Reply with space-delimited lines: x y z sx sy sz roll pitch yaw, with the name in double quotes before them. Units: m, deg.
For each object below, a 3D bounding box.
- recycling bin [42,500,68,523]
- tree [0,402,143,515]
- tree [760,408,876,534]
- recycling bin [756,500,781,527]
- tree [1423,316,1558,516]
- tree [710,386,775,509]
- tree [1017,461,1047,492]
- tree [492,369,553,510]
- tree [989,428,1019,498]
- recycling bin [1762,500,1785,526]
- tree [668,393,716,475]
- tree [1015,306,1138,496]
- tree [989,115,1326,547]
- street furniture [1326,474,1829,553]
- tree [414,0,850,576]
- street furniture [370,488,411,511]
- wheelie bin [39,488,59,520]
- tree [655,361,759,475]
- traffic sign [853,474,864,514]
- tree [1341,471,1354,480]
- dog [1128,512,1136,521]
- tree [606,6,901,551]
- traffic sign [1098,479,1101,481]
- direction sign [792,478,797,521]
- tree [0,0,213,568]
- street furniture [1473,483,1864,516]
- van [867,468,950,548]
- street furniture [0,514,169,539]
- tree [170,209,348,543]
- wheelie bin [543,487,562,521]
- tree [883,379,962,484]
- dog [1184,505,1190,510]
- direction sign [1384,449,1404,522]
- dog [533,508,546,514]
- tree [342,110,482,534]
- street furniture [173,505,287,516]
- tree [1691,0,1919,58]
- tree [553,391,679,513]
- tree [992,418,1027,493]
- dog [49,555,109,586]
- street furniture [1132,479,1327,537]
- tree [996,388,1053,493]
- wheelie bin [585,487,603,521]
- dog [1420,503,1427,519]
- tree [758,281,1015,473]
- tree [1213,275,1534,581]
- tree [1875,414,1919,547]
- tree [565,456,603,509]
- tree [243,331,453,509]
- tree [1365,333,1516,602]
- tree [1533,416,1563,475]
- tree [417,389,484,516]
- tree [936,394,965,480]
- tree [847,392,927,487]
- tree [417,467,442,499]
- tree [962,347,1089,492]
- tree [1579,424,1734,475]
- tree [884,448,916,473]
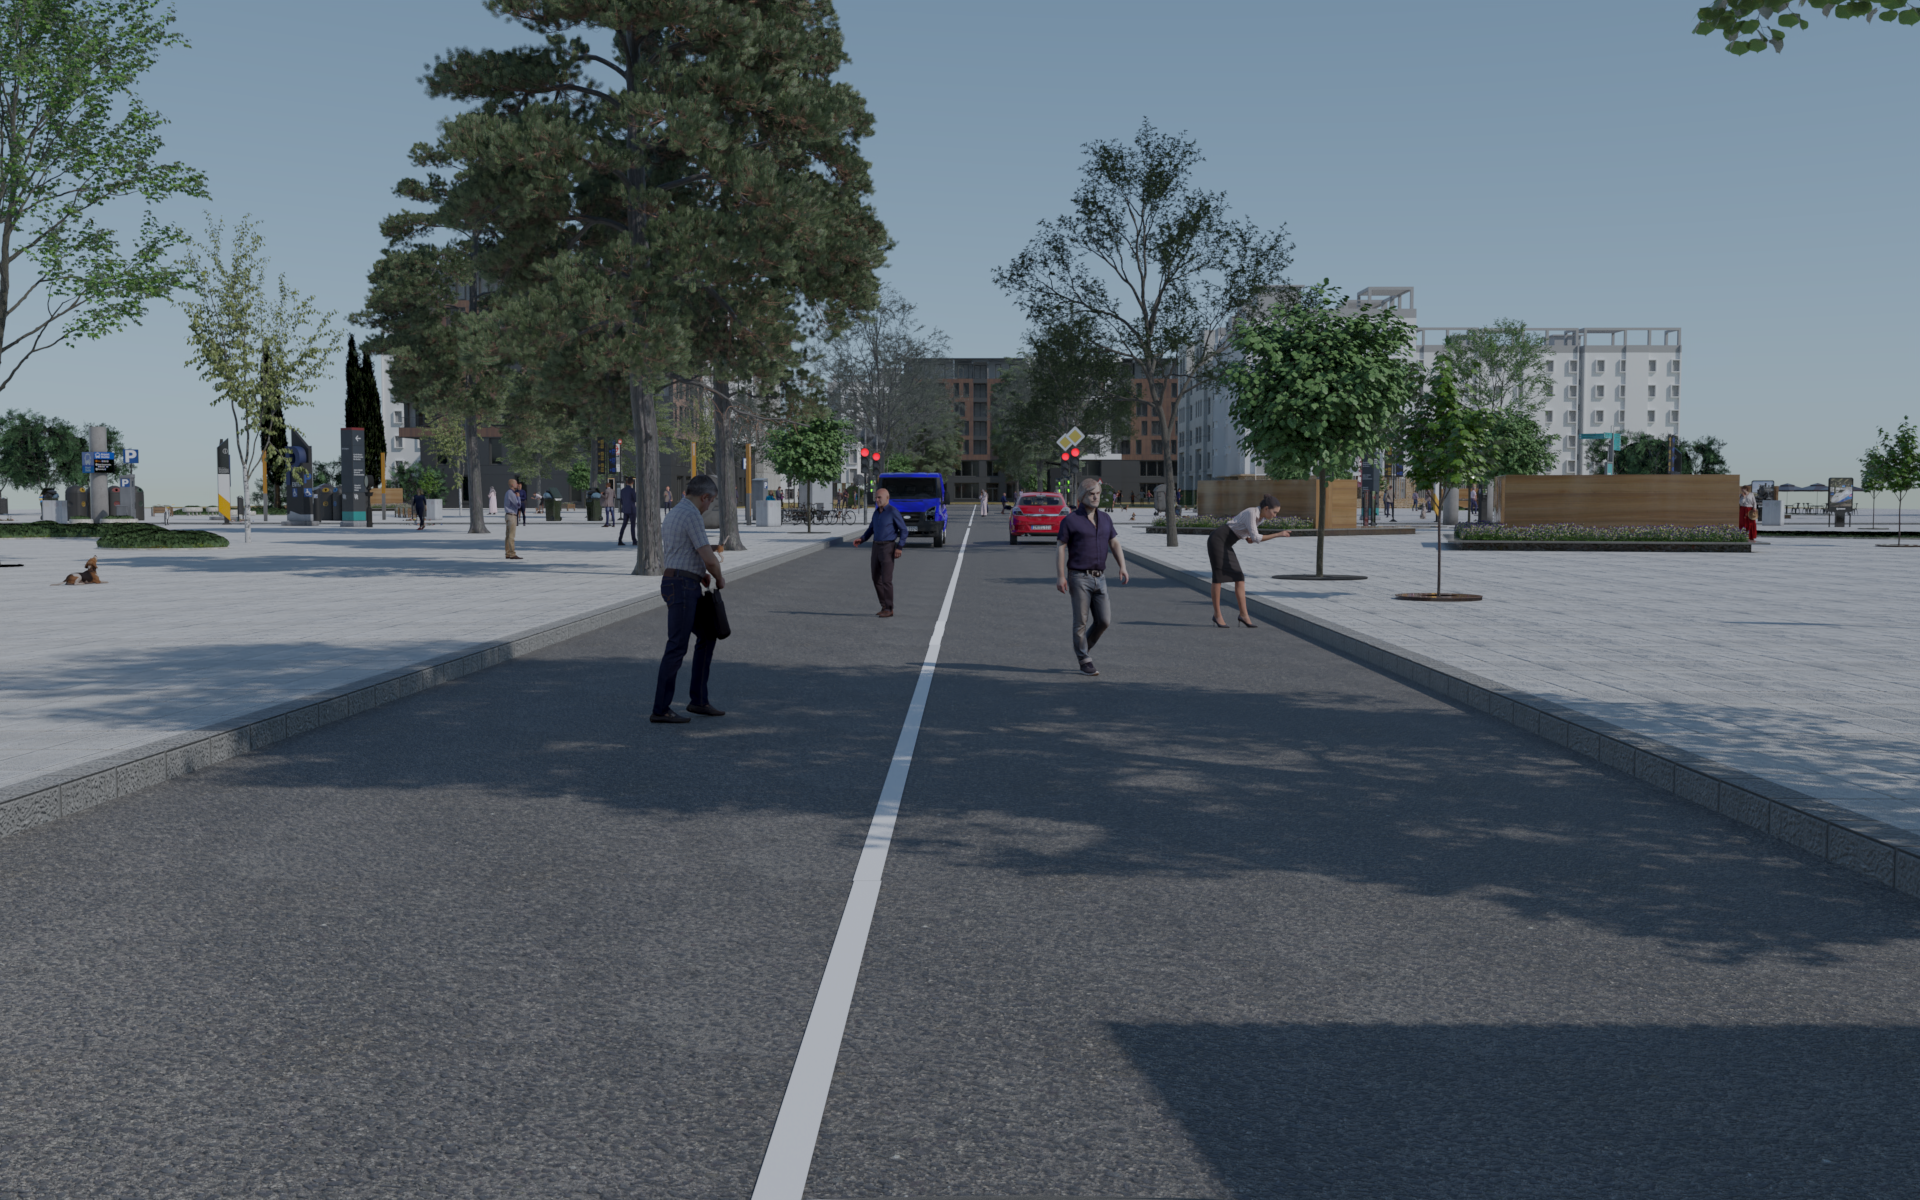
"recycling bin" -36.172 -3.466 69.218 0.722 1.027 0.722 -1 4 -10
"tree" -58.310 -8.752 106.008 11.467 7.101 20.602 -1 4 -10
"tree" -4.859 -4.460 56.630 4.285 4.588 4.351 0 3 0
"recycling bin" -7.511 -3.386 67.910 0.722 1.027 0.722 3 5 40
"tree" 30.748 -10.700 100.703 9.928 11.665 9.643 0 3 0
"tree" -18.354 -13.159 149.562 7.601 10.594 8.767 -1 4 -9
"tree" 7.073 -11.017 163.848 4.285 4.588 4.351 0 3 0
"tree" -33.426 -13.413 137.427 7.486 12.596 7.792 0 3 0
"tree" 7.228 -19.473 225.804 7.806 13.903 7.818 0 3 0
"recycling bin" 32.978 -3.527 70.225 0.722 1.027 0.722 2 4 34
"tree" -18.776 -10.696 125.245 4.737 8.622 4.395 0 3 0
"tree" 6.706 -12.268 110.958 12.009 13.543 11.850 0 3 0
"tree" 5.144 -6.591 42.176 8.767 10.594 7.601 -1 4 -8
"street furniture" 14.052 -2.115 41.428 9.812 1.723 11.010 1 4 14
"tree" -4.964 -6.418 26.998 6.751 12.117 7.091 0 3 0
"street furniture" -46.204 -7.582 130.812 11.010 1.723 9.812 2 4 32
"wheelie bin" -44.636 -4.713 84.958 0.693 1.594 0.980 2 4 25
"tree" -19.191 -13.780 135.669 12.009 13.543 11.850 0 3 0
"traffic sign" -6.441 -6.733 110.188 0.768 2.556 0.104 0 4 5
"tree" 29.669 -8.407 132.053 1.663 3.219 1.824 0 3 0
"dog" 8.305 -4.047 83.907 0.748 0.427 0.550 -2 4 -34
"tree" -5.387 -8.062 39.240 7.806 13.903 7.818 0 3 0
"traffic sign" 11.359 -8.593 140.497 0.884 2.594 0.081 1 4 9
"direction sign" -7.996 -5.596 83.484 0.379 3.537 0.876 2 4 32
"tree" -17.044 -6.366 29.837 9.928 11.665 9.643 0 3 0
"street furniture" 46.152 -6.760 115.554 14.083 1.986 27.439 -1 4 -10
"van" -1.363 -2.681 48.218 2.240 2.365 5.245 0 4 1
"street furniture" -28.513 -2.123 50.337 10.072 0.657 5.734 -2 4 -30
"tree" -18.560 -5.804 45.258 4.737 8.622 4.395 0 3 0
"wheelie bin" -19.187 -4.502 81.515 0.693 1.594 0.980 1 4 23
"tree" -4.100 -16.987 184.385 9.857 13.997 8.962 0 3 0
"dog" 17.742 -7.183 135.178 0.550 0.427 0.748 -2 4 -26
"direction sign" 19.944 -5.360 79.639 0.876 3.537 0.379 0 4 -1
"dog" -27.331 -5.798 112.536 0.748 0.427 0.550 1 4 14
"tree" -15.834 -9.098 56.176 7.806 13.903 7.818 0 3 0
"street furniture" -42.373 -5.468 105.032 10.072 0.657 5.734 -2 4 -24
"tree" 5.467 -5.391 6.273 7.486 12.596 7.792 0 3 0
"tree" -23.116 -12.232 118.120 7.486 12.596 7.792 0 3 0
"tree" 6.942 -15.772 183.624 9.928 11.665 9.643 0 3 0
"dog" -12.511 -0.419 24.583 0.748 0.427 0.550 -2 4 -24
"street furniture" 9.432 -3.038 56.526 11.010 1.723 9.812 -3 4 -37
"tree" 6.811 -15.289 172.032 6.751 12.117 7.091 0 3 0
"wheelie bin" -17.304 -4.529 81.964 0.980 1.594 0.693 2 4 35
"dog" 23.755 -4.576 89.195 0.800 0.831 0.513 -2 4 -24
"tree" -4.427 -11.437 97.361 12.009 13.543 11.850 0 3 0
"tree" 5.404 -2.596 26.157 4.285 4.588 4.351 0 3 0
"tree" 22.890 -2.893 41.896 1.663 3.219 1.824 0 3 0
"tree" -32.590 -10.202 150.520 4.285 4.588 4.351 0 3 0
"tree" -53.299 -15.026 147.503 18.604 14.587 13.155 0 4 2
"tree" 5.836 -1.607 20.882 1.663 3.219 1.824 0 3 0
"tree" 19.012 -4.673 60.114 4.285 4.588 4.351 0 3 0
"tree" -29.847 -9.301 102.432 4.737 8.622 4.395 0 3 0
"tree" -2.757 -17.759 197.787 7.806 13.903 7.818 0 3 0
"tree" -5.235 -10.154 116.374 4.360 8.622 3.978 0 3 0
"tree" -37.207 -7.771 121.659 1.663 3.219 1.824 0 3 0
"tree" 7.070 -14.886 150.040 9.857 13.997 8.962 0 3 0
"tree" 56.171 -10.873 140.682 11.467 7.101 20.602 0 4 -4
"tree" -4.682 -8.434 121.614 4.285 4.588 4.351 0 3 0
